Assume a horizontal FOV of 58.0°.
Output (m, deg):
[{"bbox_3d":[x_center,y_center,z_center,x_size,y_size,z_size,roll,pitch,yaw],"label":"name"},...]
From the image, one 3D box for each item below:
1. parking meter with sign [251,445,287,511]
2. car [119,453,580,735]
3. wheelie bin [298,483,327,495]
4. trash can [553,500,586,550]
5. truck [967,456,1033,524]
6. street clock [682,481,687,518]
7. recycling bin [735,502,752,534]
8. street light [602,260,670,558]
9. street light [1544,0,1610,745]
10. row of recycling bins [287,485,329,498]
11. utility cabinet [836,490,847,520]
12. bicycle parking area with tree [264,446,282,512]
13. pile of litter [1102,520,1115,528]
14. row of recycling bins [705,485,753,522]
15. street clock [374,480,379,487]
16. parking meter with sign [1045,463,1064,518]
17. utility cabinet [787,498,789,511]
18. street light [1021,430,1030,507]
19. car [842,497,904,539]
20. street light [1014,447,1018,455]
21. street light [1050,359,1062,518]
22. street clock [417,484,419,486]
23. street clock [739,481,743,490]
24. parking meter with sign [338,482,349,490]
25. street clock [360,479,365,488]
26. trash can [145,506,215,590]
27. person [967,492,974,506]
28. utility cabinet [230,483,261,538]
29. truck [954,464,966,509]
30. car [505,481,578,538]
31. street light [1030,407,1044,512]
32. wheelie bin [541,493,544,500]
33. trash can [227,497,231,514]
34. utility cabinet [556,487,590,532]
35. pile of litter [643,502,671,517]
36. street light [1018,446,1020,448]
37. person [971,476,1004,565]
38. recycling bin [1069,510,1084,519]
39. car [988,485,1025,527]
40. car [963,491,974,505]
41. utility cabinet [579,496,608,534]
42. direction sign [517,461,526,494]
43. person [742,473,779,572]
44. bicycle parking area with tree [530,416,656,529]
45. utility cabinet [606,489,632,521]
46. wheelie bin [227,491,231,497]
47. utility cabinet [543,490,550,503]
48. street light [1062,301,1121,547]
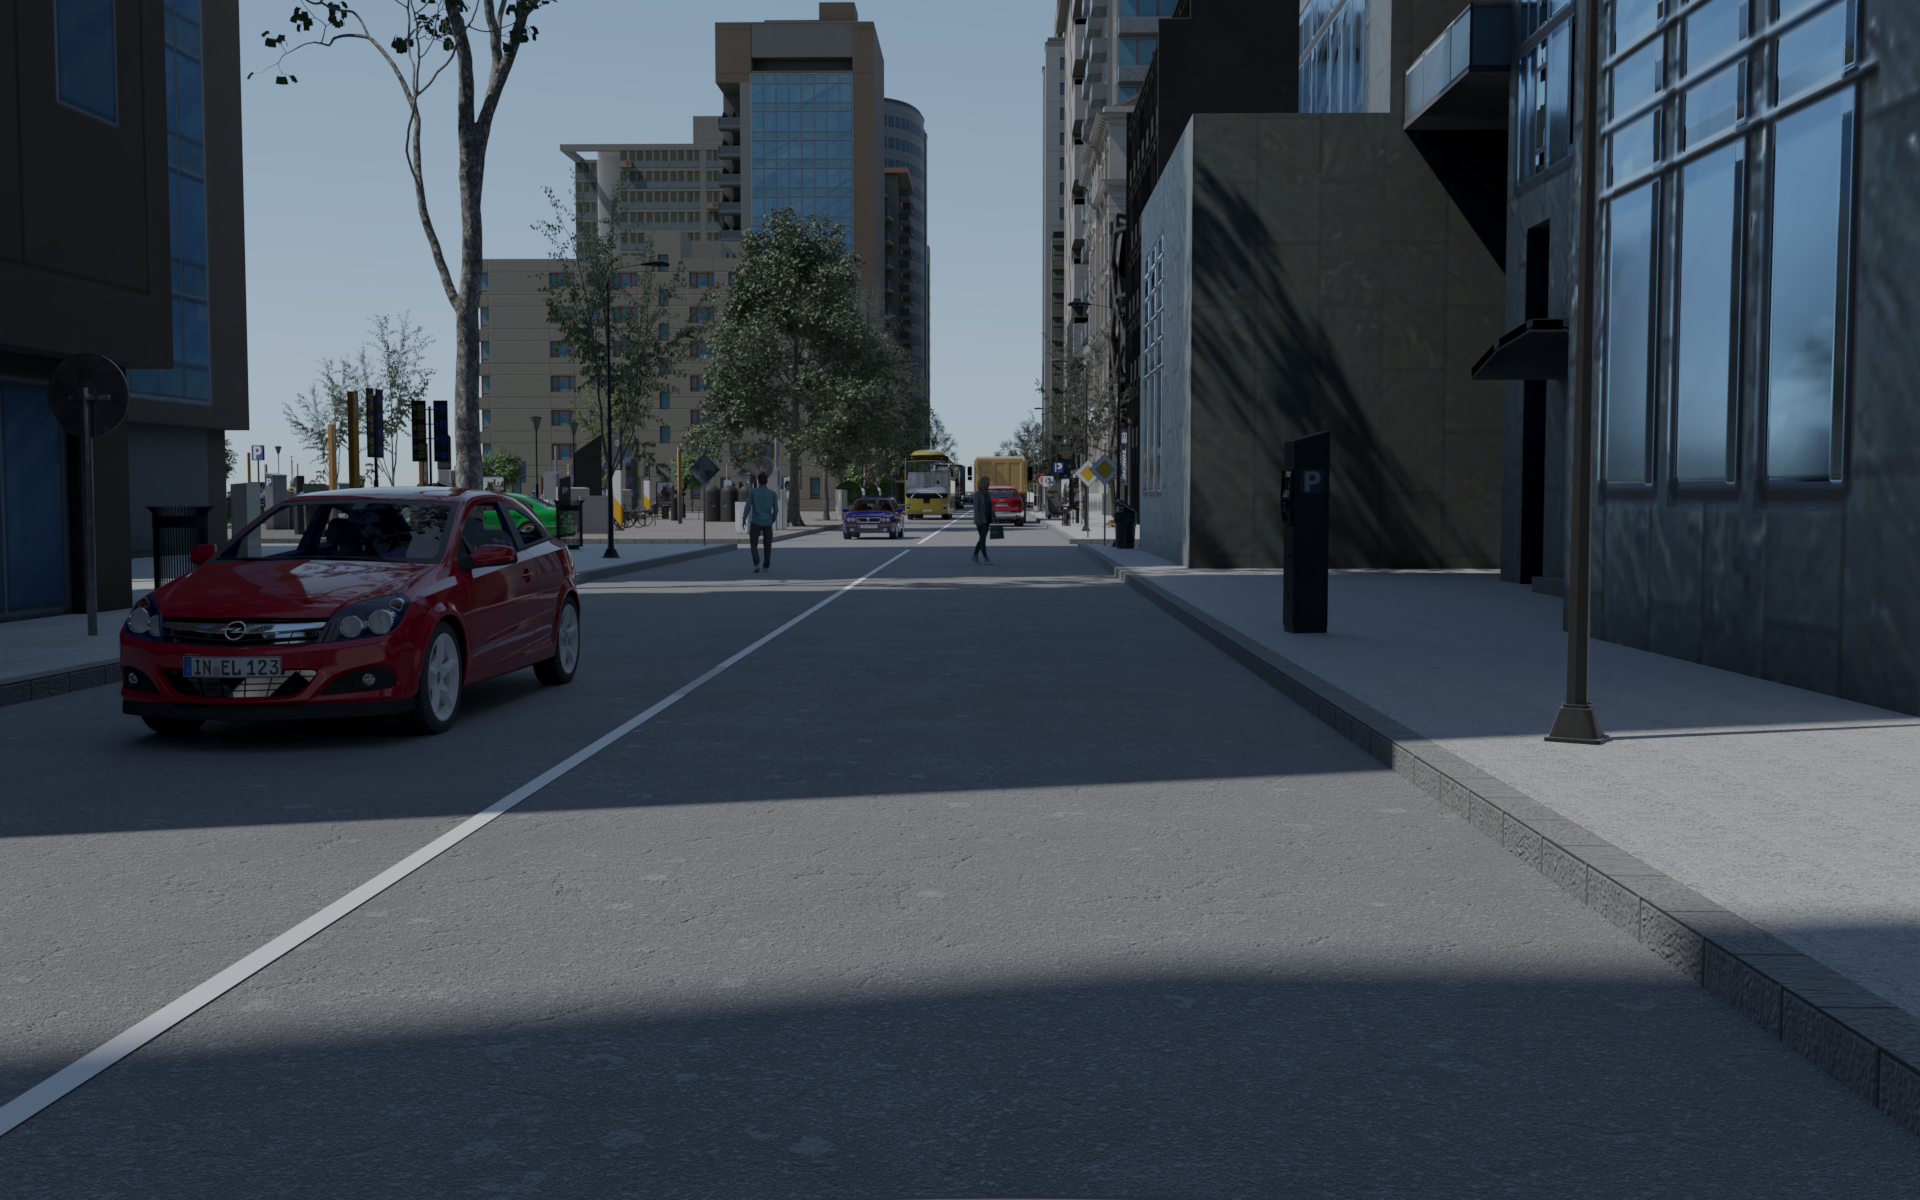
[{"bbox_3d":[-24.607,-4.044,62.388,0.543,3.016,1.738,2,4,25],"label":"parking meter with sign"},{"bbox_3d":[-3.902,-0.162,11.690,2.155,1.783,4.494,0,4,3],"label":"car"},{"bbox_3d":[-19.207,-2.667,51.506,0.980,1.594,0.693,-2,4,-26],"label":"wheelie bin"},{"bbox_3d":[-9.065,-1.745,40.191,0.748,1.137,0.748,0,3,0],"label":"trash can"},{"bbox_3d":[2.040,-5.621,87.834,3.469,3.379,9.791,0,4,1],"label":"truck"},{"bbox_3d":[-14.850,-5.406,92.954,0.358,2.002,0.471,-3,5,-42],"label":"street clock"},{"bbox_3d":[-6.705,-2.621,55.401,0.722,1.027,0.722,-3,5,-41],"label":"recycling bin"},{"bbox_3d":[-6.469,-3.796,34.600,1.470,5.913,1.316,0,4,1],"label":"street light"},{"bbox_3d":[2.673,-2.222,8.866,1.470,5.913,1.316,0,4,1],"label":"street light"},{"bbox_3d":[-28.738,-4.266,76.856,3.534,1.692,1.069,3,5,42],"label":"row of recycling bins"},{"bbox_3d":[-5.837,-4.697,85.483,0.318,1.500,1.173,-1,4,-18],"label":"utility cabinet"},{"bbox_3d":[-41.298,-6.962,100.825,9.016,4.147,8.231,2,4,31],"label":"bicycle parking area with tree"},{"bbox_3d":[6.145,-3.247,67.053,1.719,0.858,1.176,-2,4,-35],"label":"pile of litter"},{"bbox_3d":[-10.148,-4.442,79.741,3.534,1.692,1.069,1,4,16],"label":"row of recycling bins"},{"bbox_3d":[-29.536,-5.083,87.673,0.358,2.002,0.471,-1,4,-15],"label":"street clock"},{"bbox_3d":[5.158,-6.058,95.316,0.543,3.016,1.738,1,4,22],"label":"parking meter with sign"},{"bbox_3d":[-9.622,-5.292,97.689,1.020,1.237,0.306,-2,4,-27],"label":"utility cabinet"},{"bbox_3d":[5.327,-9.381,125.924,1.470,5.913,1.316,0,4,1],"label":"street light"},{"bbox_3d":[-2.776,-2.654,55.965,1.945,1.354,3.894,0,4,3],"label":"car"},{"bbox_3d":[6.203,-11.998,168.715,1.470,5.913,1.316,0,4,1],"label":"street light"},{"bbox_3d":[3.810,-5.332,59.719,1.470,5.913,1.316,0,4,1],"label":"street light"},{"bbox_3d":[-36.981,-6.982,118.726,0.471,2.002,0.358,1,4,20],"label":"street clock"},{"bbox_3d":[-12.369,-5.705,97.847,0.358,2.002,0.471,-1,4,-9],"label":"street clock"},{"bbox_3d":[-40.358,-7.168,113.453,1.738,3.016,0.543,-3,5,-40],"label":"parking meter with sign"},{"bbox_3d":[-27.442,-4.578,79.415,0.358,2.002,0.471,-1,4,-9],"label":"street clock"},{"bbox_3d":[-9.179,-0.536,20.417,0.748,1.137,0.748,0,3,0],"label":"trash can"},{"bbox_3d":[1.474,-12.645,215.954,1.217,1.735,0.721,1,4,11],"label":"person"},{"bbox_3d":[-13.977,-1.542,33.884,0.318,1.500,1.173,-1,4,-10],"label":"utility cabinet"},{"bbox_3d":[-0.973,-10.823,165.865,2.839,4.237,11.283,0,4,3],"label":"truck"},{"bbox_3d":[-12.895,-2.361,47.391,4.718,1.807,1.959,0,4,1],"label":"car"},{"bbox_3d":[4.650,-7.358,92.837,1.470,5.913,1.316,0,4,1],"label":"street light"},{"bbox_3d":[-29.250,-7.037,122.956,0.980,1.594,0.693,-1,4,-17],"label":"wheelie bin"},{"bbox_3d":[-32.168,-3.974,76.627,0.748,1.137,0.748,0,3,0],"label":"trash can"},{"bbox_3d":[-12.831,-2.984,57.463,0.318,1.500,1.173,3,4,38],"label":"utility cabinet"},{"bbox_3d":[-16.896,-5.038,96.332,1.719,0.858,1.176,0,4,-6],"label":"pile of litter"},{"bbox_3d":[5.474,-9.976,135.644,1.470,5.913,1.316,0,4,1],"label":"street light"},{"bbox_3d":[0.517,-1.631,35.351,0.728,1.800,0.709,3,5,45],"label":"person"},{"bbox_3d":[6.139,-4.748,90.180,0.722,1.027,0.722,-3,4,-37],"label":"recycling bin"},{"bbox_3d":[1.784,-4.221,77.683,2.281,1.827,5.304,0,4,0],"label":"car"},{"bbox_3d":[1.369,-13.620,231.361,2.281,1.827,5.304,0,4,0],"label":"car"},{"bbox_3d":[-11.780,-2.745,56.038,1.020,1.237,0.306,-1,4,-16],"label":"utility cabinet"},{"bbox_3d":[-30.370,-7.807,119.634,0.876,3.537,0.379,1,4,15],"label":"direction sign"},{"bbox_3d":[-3.649,-1.421,31.755,0.660,1.820,0.620,-1,4,-19],"label":"person"},{"bbox_3d":[-15.667,-4.868,66.587,9.016,4.147,8.231,1,4,16],"label":"bicycle parking area with tree"},{"bbox_3d":[-16.203,-4.506,82.344,1.173,1.500,0.318,-3,4,-39],"label":"utility cabinet"},{"bbox_3d":[-49.090,-6.662,116.826,0.693,1.594,0.980,-3,4,-37],"label":"wheelie bin"},{"bbox_3d":[-20.090,-4.651,84.729,0.318,1.500,1.173,-2,4,-25],"label":"utility cabinet"},{"bbox_3d":[3.293,-4.239,41.844,1.470,5.913,1.316,0,4,1],"label":"street light"}]
